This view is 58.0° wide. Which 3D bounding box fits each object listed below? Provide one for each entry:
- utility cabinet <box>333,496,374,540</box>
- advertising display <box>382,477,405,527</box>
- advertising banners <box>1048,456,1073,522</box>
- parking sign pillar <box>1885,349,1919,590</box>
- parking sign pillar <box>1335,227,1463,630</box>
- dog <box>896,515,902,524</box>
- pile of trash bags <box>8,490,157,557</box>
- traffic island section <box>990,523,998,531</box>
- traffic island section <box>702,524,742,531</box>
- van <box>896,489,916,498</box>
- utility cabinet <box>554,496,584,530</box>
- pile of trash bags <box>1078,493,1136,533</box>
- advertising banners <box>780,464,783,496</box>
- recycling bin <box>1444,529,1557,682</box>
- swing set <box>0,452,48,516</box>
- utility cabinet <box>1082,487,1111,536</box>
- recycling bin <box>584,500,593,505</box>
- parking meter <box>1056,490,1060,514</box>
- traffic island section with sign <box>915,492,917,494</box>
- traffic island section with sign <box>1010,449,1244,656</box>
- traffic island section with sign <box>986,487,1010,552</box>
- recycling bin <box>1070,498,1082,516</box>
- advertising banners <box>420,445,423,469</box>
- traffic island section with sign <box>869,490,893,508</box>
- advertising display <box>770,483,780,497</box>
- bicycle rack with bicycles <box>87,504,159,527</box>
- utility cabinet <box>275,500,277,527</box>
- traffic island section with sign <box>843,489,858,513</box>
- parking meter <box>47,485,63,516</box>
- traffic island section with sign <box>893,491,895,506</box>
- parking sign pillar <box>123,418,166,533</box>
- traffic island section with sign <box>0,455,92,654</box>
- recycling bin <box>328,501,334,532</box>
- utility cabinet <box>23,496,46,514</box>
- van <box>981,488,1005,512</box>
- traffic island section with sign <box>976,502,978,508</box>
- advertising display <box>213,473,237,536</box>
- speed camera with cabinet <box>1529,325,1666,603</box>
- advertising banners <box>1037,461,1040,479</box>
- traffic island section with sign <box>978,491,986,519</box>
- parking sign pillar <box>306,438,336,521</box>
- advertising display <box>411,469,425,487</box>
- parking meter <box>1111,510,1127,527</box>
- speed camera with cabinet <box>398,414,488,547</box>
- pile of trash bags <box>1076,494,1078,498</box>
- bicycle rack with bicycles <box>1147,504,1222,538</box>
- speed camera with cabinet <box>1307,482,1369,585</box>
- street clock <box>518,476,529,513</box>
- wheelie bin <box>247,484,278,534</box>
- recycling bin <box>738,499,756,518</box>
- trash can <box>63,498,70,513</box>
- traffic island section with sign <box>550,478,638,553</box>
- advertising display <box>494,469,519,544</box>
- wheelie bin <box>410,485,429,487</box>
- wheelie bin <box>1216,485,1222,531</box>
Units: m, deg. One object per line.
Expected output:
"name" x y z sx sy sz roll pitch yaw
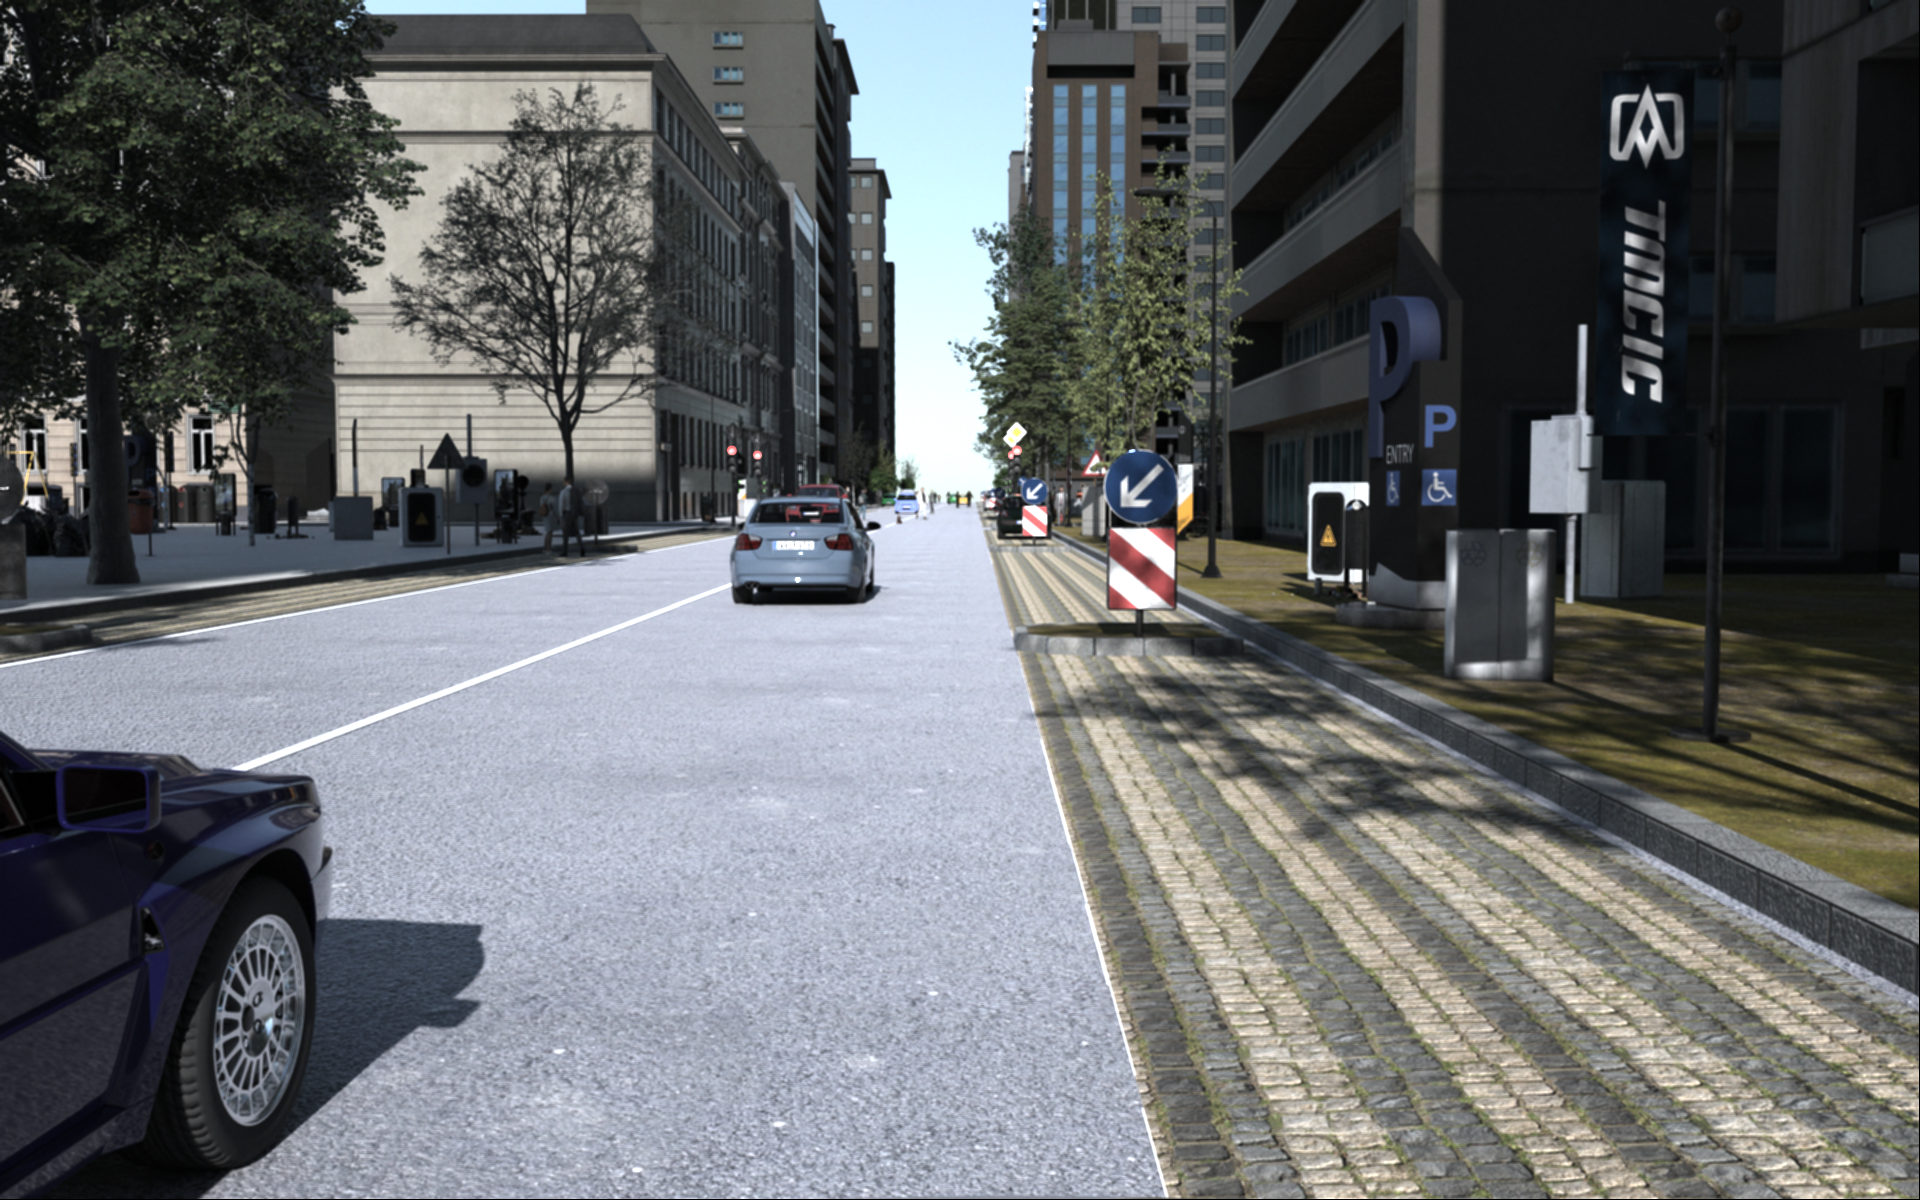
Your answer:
"utility cabinet" -16.971 -2.282 48.476 1.020 1.237 0.306 -1 4 -14
"advertising display" -22.034 -3.802 67.383 0.974 1.923 0.123 1 4 16
"advertising banners" 4.595 -5.056 78.854 0.090 3.025 2.074 2 4 35
"parking sign pillar" 13.401 -2.138 23.430 1.447 3.967 1.447 -1 4 -10
"parking sign pillar" 4.435 -1.741 16.931 1.447 3.967 1.447 0 4 -7
"dog" -3.028 -3.911 84.131 0.550 0.427 0.748 2 4 29
"pile of trash bags" -18.185 -1.608 36.050 3.447 1.369 1.912 1 4 17
"traffic island section" 2.239 -2.786 67.827 2.009 0.180 2.903 0 4 0
"traffic island section" -8.902 -2.791 67.917 2.009 0.180 2.903 0 4 0
"van" -4.754 -9.127 156.238 2.013 2.044 4.112 0 4 -1
"utility cabinet" -14.030 -3.124 62.242 1.020 1.237 0.306 0 4 -3
"pile of trash bags" 4.908 -2.810 55.691 1.912 1.369 3.447 0 4 1
"advertising banners" -10.540 -6.445 101.571 0.090 3.025 2.074 0 4 4
"recycling bin" 3.801 0.020 12.231 0.722 1.027 0.722 1 4 15
"swing set" -35.690 -4.059 63.980 3.119 2.851 2.862 0 3 0
"utility cabinet" 4.153 -2.684 52.563 0.318 1.500 1.173 -2 4 -29
"recycling bin" -16.529 -3.872 75.862 0.722 1.027 0.722 -2 4 -28
"parking meter" 6.376 -6.308 111.549 0.372 1.533 0.369 0 3 0
"traffic island section with sign" -7.224 -16.920 285.273 1.989 1.847 2.006 0 4 0
"traffic island section with sign" 1.509 -0.461 16.171 1.989 1.847 2.006 0 4 0
"traffic island section with sign" 1.722 -2.110 43.125 1.989 1.847 2.006 0 4 0
"recycling bin" 7.009 -5.546 103.239 0.722 1.027 0.722 3 5 39
"advertising banners" -18.781 -3.957 60.887 0.090 3.025 2.074 -2 4 -25
"traffic island section with sign" -8.086 -10.138 174.389 1.989 1.847 2.006 0 4 0
"advertising display" -10.595 -5.754 99.289 0.123 1.923 0.974 1 4 21
"bicycle rack with bicycles" -28.815 -2.839 59.807 2.852 0.926 2.925 -2 4 -24
"utility cabinet" -27.434 -3.483 68.105 1.020 1.237 0.306 -3 5 -45
"traffic island section with sign" -8.451 -7.164 125.761 1.989 1.847 2.006 0 4 0
"parking meter" -25.043 -2.418 47.950 0.372 1.533 0.369 0 3 0
"traffic island section with sign" -7.871 -11.823 201.939 1.989 1.847 2.006 0 4 0
"parking sign pillar" -26.924 -4.185 56.903 1.447 3.967 1.447 3 4 38
"traffic island section with sign" -9.310 -0.456 16.087 1.989 1.847 2.006 0 4 0
"recycling bin" -21.074 -2.853 59.198 0.722 1.027 0.722 1 4 10
"utility cabinet" -40.459 -3.947 75.690 1.020 1.237 0.306 1 4 19
"van" 2.590 -7.590 131.104 2.013 2.044 4.112 0 4 1
"traffic island section with sign" 2.352 -7.147 125.482 1.989 1.847 2.006 0 4 0
"advertising display" -22.783 -2.965 53.698 0.974 1.923 0.123 2 4 32
"speed camera with cabinet" 7.712 -1.624 20.892 2.038 3.252 0.660 -3 4 -37
"advertising banners" 4.433 -5.940 93.303 0.090 3.025 2.074 1 4 20
"traffic island section with sign" 2.146 -5.477 98.169 1.989 1.847 2.006 0 4 0
"parking sign pillar" -30.617 -5.780 82.976 1.447 3.967 1.447 1 4 16
"advertising display" -14.007 -2.422 44.808 0.123 1.923 0.974 0 4 -3
"parking meter" 4.145 -2.420 45.275 0.399 1.863 0.255 -3 4 -39
"speed camera with cabinet" -12.675 -2.943 42.449 2.038 3.252 0.660 -2 4 -26
"pile of trash bags" 9.828 -6.935 123.147 3.447 1.369 1.912 2 4 29
"bicycle rack with bicycles" 6.618 -2.318 51.278 2.925 0.926 2.852 1 4 23
"speed camera with cabinet" 5.803 -1.841 24.435 0.660 3.252 2.038 -2 4 -31
"street clock" -17.079 -3.856 67.623 0.471 2.002 0.358 0 4 -7
"wheelie bin" -22.623 -2.960 56.298 0.693 1.594 0.980 3 4 37
"recycling bin" -11.245 -4.837 91.637 0.722 1.027 0.722 -3 4 -38
"trash can" -35.088 -3.418 67.542 0.748 1.137 0.748 0 3 0
"traffic island section with sign" -9.103 -2.105 43.042 1.989 1.847 2.006 0 4 0
"advertising display" -11.800 -2.437 45.054 0.974 1.923 0.123 3 5 44
"wheelie bin" -18.320 -3.113 58.809 0.980 1.594 0.693 0 4 -2
"wheelie bin" 9.046 -3.177 59.853 0.980 1.594 0.693 -1 4 -13
